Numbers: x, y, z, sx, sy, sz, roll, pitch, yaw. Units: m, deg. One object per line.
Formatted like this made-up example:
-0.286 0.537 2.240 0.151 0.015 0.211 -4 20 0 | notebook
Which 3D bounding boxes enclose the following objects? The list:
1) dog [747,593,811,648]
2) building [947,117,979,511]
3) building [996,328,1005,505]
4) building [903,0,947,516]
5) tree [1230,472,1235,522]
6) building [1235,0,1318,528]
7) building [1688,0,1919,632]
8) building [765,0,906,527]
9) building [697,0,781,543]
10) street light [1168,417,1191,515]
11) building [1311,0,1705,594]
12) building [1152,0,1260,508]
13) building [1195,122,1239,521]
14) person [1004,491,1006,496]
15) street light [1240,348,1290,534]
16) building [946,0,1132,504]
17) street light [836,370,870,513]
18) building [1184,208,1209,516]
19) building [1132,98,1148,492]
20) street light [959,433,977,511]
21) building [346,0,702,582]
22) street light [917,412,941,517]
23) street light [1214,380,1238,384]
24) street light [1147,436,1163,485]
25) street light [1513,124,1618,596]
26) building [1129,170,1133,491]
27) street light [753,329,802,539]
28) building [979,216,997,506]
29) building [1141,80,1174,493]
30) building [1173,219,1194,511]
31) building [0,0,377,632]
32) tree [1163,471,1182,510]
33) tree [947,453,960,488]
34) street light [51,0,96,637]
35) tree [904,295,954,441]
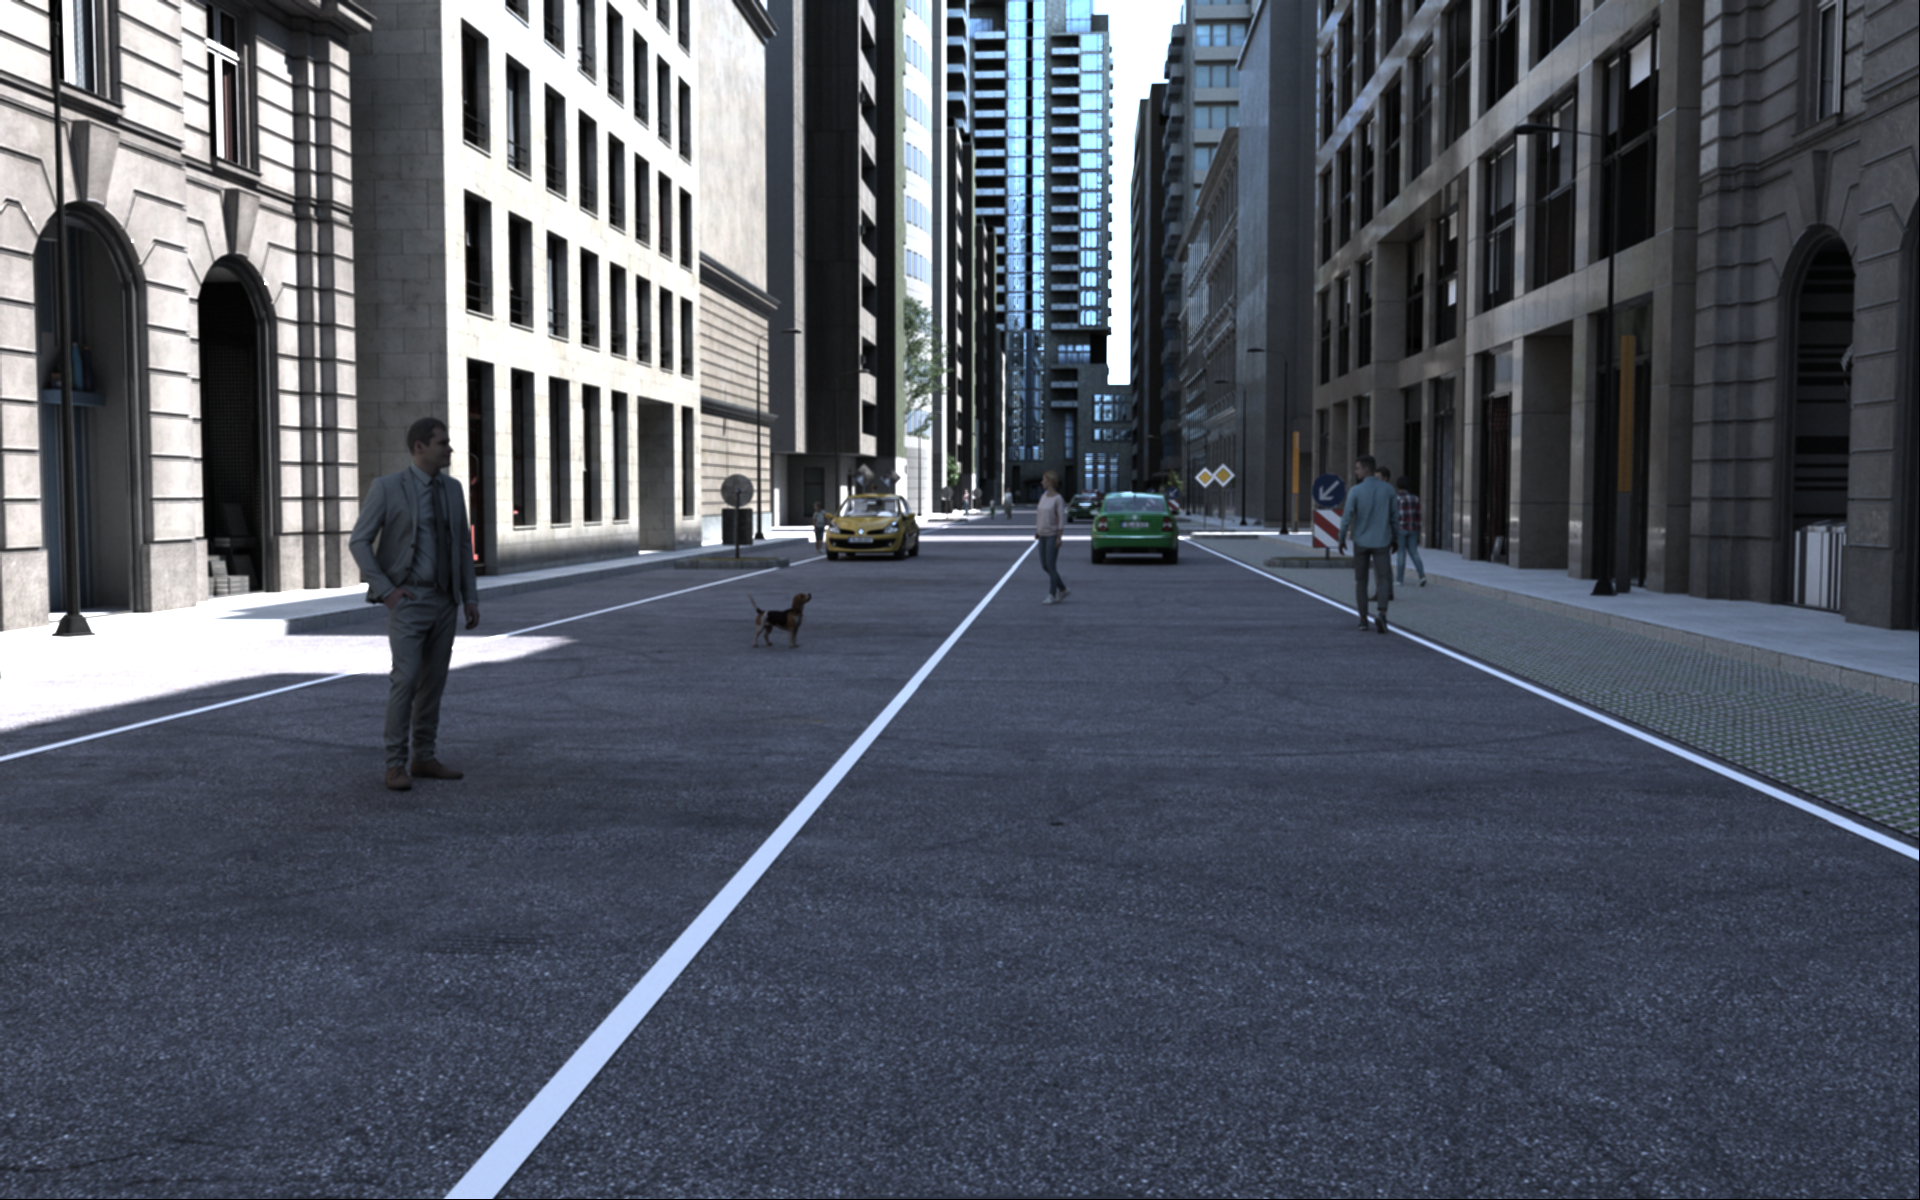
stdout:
-1.698 0.185 16.266 0.540 0.507 0.406 -1 4 -17 | dog
-6.205 -22.110 133.192 14.160 30.474 14.107 0 4 4 | building
-9.740 -21.953 203.970 28.899 21.520 27.650 0 4 4 | building
-12.330 -34.347 103.581 21.231 58.520 28.212 0 4 4 | building
12.920 -5.176 79.234 1.663 3.219 1.824 0 3 0 | tree
26.708 -15.281 68.904 30.058 24.678 14.314 0 4 4 | building
14.214 -10.238 9.199 13.314 21.916 24.055 0 4 4 | building
-9.915 -18.371 72.061 14.160 30.474 14.107 0 4 4 | building
-23.284 -14.179 50.917 34.723 24.649 14.460 0 4 4 | building
13.271 -8.081 104.666 1.470 5.913 1.316 0 4 4 | street light
19.811 -14.268 37.795 19.350 26.468 34.151 0 4 4 | building
30.467 -33.186 162.192 23.786 49.044 30.456 0 4 4 | building
18.698 -15.526 90.004 11.583 22.565 21.152 0 4 4 | building
4.181 -9.109 158.344 0.530 1.710 0.541 2 4 24 | person
9.830 -5.060 55.272 1.470 5.913 1.316 0 4 4 | street light
7.370 -56.250 232.352 31.000 86.520 22.319 0 4 4 | building
-4.070 -5.642 64.780 1.470 5.913 1.316 0 4 4 | street light
19.612 -15.936 109.709 9.793 20.994 18.267 0 4 4 | building
31.227 -35.412 202.695 21.300 48.544 21.600 0 4 4 | building
0.590 -9.744 131.860 1.470 5.913 1.316 0 4 4 | street light
-11.992 -10.918 33.266 10.420 20.320 16.860 0 4 4 | building
-1.753 -7.699 98.425 1.470 5.913 1.316 0 4 4 | street light
11.067 -6.008 70.774 1.470 5.913 1.316 0 4 4 | street light
15.633 -10.146 138.426 1.470 5.913 1.316 0 4 4 | street light
7.640 -3.017 21.865 1.470 5.913 1.316 0 4 4 | street light
29.707 -35.406 229.001 14.200 45.320 14.600 0 4 4 | building
-5.147 -4.669 48.874 1.470 5.913 1.316 0 4 4 | street light
-3.548 -24.932 179.336 14.160 30.474 14.107 0 4 4 | building
26.930 -32.726 185.178 14.600 45.320 14.200 0 4 4 | building
21.869 -18.331 128.592 11.050 23.489 19.941 0 4 4 | building
-14.968 -10.428 12.302 13.314 21.916 24.055 0 4 4 | building
17.721 -9.209 145.174 1.663 3.219 1.824 0 3 0 | tree
-1.507 -8.524 123.088 4.285 4.588 4.351 0 3 0 | tree
-7.494 -2.626 15.478 1.470 5.913 1.316 0 4 4 | street light
-3.908 -9.691 84.197 9.928 11.665 9.643 0 3 0 | tree
